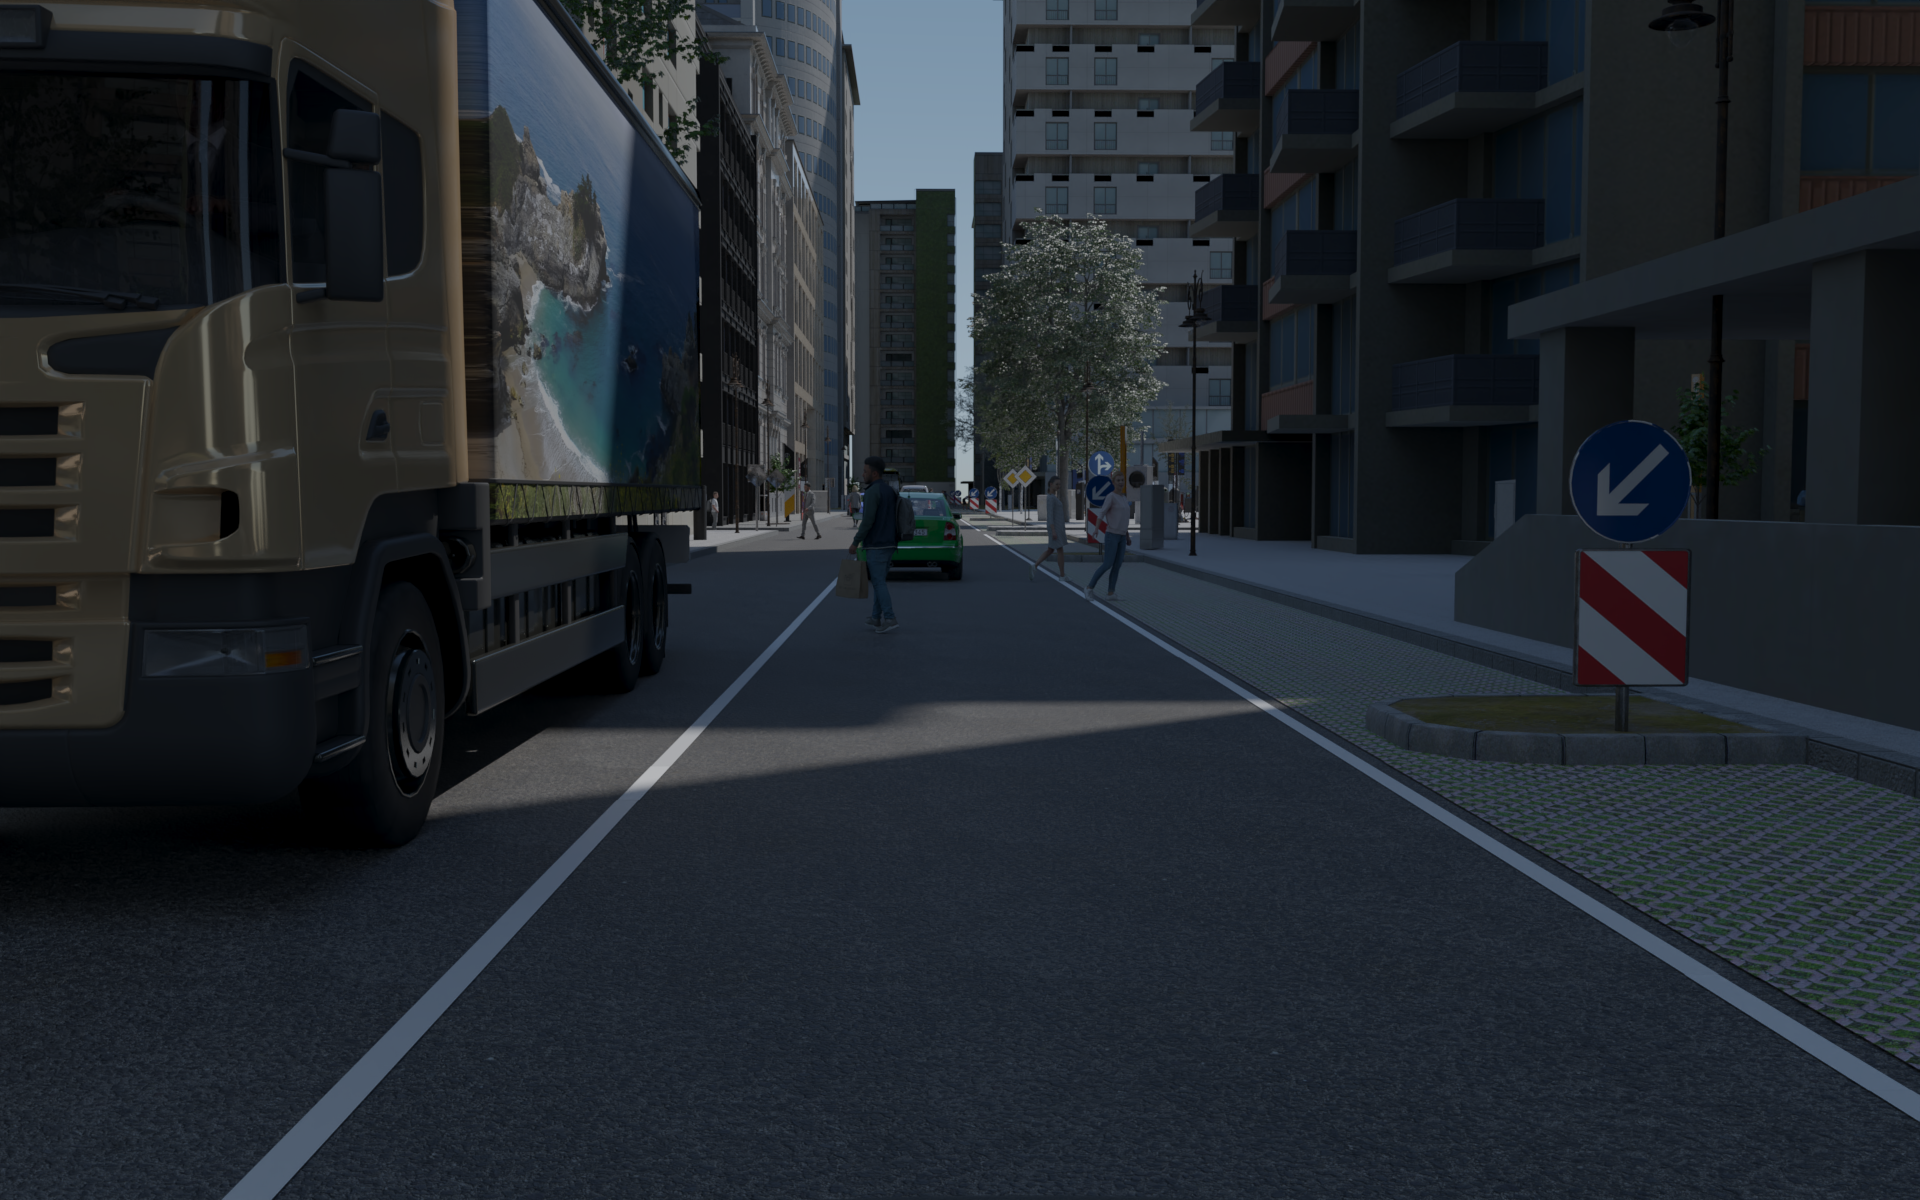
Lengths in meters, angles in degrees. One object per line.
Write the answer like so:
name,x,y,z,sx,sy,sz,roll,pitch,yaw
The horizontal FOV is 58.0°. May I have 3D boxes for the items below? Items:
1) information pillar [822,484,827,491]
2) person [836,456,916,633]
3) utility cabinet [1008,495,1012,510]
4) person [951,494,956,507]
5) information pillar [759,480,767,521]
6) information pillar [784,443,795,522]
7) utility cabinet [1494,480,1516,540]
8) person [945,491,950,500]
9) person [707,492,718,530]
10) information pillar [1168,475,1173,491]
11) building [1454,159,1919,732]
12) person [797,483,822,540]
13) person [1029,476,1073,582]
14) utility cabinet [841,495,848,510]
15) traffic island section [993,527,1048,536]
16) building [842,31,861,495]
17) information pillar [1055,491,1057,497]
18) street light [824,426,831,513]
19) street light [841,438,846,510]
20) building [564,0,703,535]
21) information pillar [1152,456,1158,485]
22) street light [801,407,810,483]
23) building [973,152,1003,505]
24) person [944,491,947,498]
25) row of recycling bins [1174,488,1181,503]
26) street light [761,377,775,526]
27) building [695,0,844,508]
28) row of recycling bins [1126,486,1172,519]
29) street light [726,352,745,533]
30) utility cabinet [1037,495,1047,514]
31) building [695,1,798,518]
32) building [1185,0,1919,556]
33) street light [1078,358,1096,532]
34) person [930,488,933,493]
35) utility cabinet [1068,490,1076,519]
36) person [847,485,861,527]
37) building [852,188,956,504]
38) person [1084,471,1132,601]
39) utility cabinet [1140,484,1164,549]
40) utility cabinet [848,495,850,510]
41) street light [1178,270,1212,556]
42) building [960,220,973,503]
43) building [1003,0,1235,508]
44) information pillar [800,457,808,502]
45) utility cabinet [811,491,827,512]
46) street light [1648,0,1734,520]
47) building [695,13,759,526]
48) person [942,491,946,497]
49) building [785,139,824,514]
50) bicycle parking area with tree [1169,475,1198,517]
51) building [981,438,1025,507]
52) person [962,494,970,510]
information pillar,-10.070,-7.613,128.968,0.304,2.012,0.304,2,4,31
person,-0.885,-0.577,17.920,0.794,1.824,0.713,-3,5,-44
utility cabinet,4.051,-7.962,141.343,0.306,1.237,1.020,0,4,0
person,-0.572,-10.879,189.589,0.991,1.433,0.599,1,4,21
information pillar,-9.371,-4.779,82.631,0.304,2.012,0.304,2,4,27
information pillar,-7.868,-5.405,79.723,0.504,3.616,0.183,-1,4,-9
utility cabinet,8.488,-1.122,27.028,0.318,1.500,1.173,1,4,18
person,-1.778,-12.698,216.092,1.348,1.826,0.705,1,4,19
person,-8.811,-3.127,62.221,0.523,1.515,0.503,-3,4,-38
information pillar,17.294,-9.238,142.391,0.183,3.616,0.504,3,5,41
building,21.258,-19.440,9.723,32.217,40.220,23.993,0,4,-1
person,-4.739,-2.798,54.526,0.850,1.792,0.678,-3,4,-38
person,1.503,-1.164,28.274,0.760,1.731,0.466,-2,4,-26
utility cabinet,-9.488,-7.919,140.642,0.306,1.237,1.020,0,4,-1
traffic island section,2.280,-2.306,59.992,2.009,0.180,2.903,0,4,-1
building,-25.794,-37.520,202.687,27.495,52.752,28.713,0,4,-1
information pillar,4.969,-5.207,89.627,0.304,2.012,0.304,3,5,44
street light,-8.781,-8.709,115.186,0.468,5.910,1.993,0,4,-1
street light,-9.266,-10.128,138.382,0.468,5.910,1.993,0,4,-1
building,-22.658,-12.098,42.843,28.899,21.520,27.650,0,4,-1
information pillar,12.122,-7.110,107.609,0.183,3.616,0.504,-3,4,-37
street light,-8.198,-7.289,91.958,0.468,5.910,1.993,0,4,-1
building,8.576,-32.188,209.876,14.154,41.232,14.086,0,4,-1
person,-1.944,-12.268,209.086,0.705,1.823,1.348,2,4,33
row of recycling bins,13.069,-6.655,115.929,3.534,1.692,1.069,2,4,23
street light,-7.616,-5.870,68.765,0.468,5.910,1.993,0,4,-1
building,-21.678,-37.529,155.592,21.231,58.520,28.212,0,4,-1
row of recycling bins,9.007,-5.016,89.121,3.534,1.692,1.069,-1,4,-12
street light,-7.310,-5.129,56.641,0.468,5.910,1.993,0,4,-1
utility cabinet,5.334,-6.021,109.609,0.306,1.237,1.020,-3,5,-41
building,-16.572,-18.847,95.531,14.401,28.519,23.554,0,4,-1
building,17.824,-23.808,43.879,22.147,44.769,28.867,0,4,-1
street light,4.331,-5.276,59.057,0.468,5.910,1.993,0,4,-1
person,-1.957,-6.648,117.224,0.581,1.822,0.654,0,4,7
utility cabinet,5.890,-4.912,88.998,0.318,1.500,1.173,2,4,32
person,-4.593,-4.037,74.694,0.709,1.800,0.728,-1,4,-8
building,-7.617,-33.662,233.960,14.086,41.232,14.154,0,4,-1
person,1.923,-0.850,23.065,0.598,1.740,0.731,2,4,25
utility cabinet,4.454,-1.931,40.254,0.318,1.500,1.173,1,4,20
utility cabinet,-9.103,-7.995,141.884,0.306,1.237,1.020,1,4,15
street light,4.846,-3.858,35.863,0.468,5.910,1.993,0,4,-1
building,14.565,-35.703,238.376,28.867,44.769,22.147,0,4,-1
building,17.900,-34.789,158.035,28.713,52.752,27.495,0,4,-1
information pillar,-9.945,-7.295,110.627,0.504,3.616,0.183,-1,4,-20
utility cabinet,-9.640,-6.744,118.941,1.173,1.500,0.318,0,4,2
street light,5.425,-2.422,12.383,0.468,5.910,1.993,0,4,-1
building,-15.792,-15.068,76.045,12.332,23.373,15.834,0,4,-1
person,-1.621,-9.425,163.046,0.568,1.767,0.683,-1,4,-19
building,-20.357,-19.585,124.730,19.350,26.468,34.151,0,4,-1
bicycle parking area with tree,14.246,-6.647,95.680,8.231,4.147,9.016,0,4,2
building,13.958,-53.422,186.113,22.319,86.520,31.000,0,4,-1
person,0.589,-8.761,154.929,0.799,1.438,0.628,0,4,1
